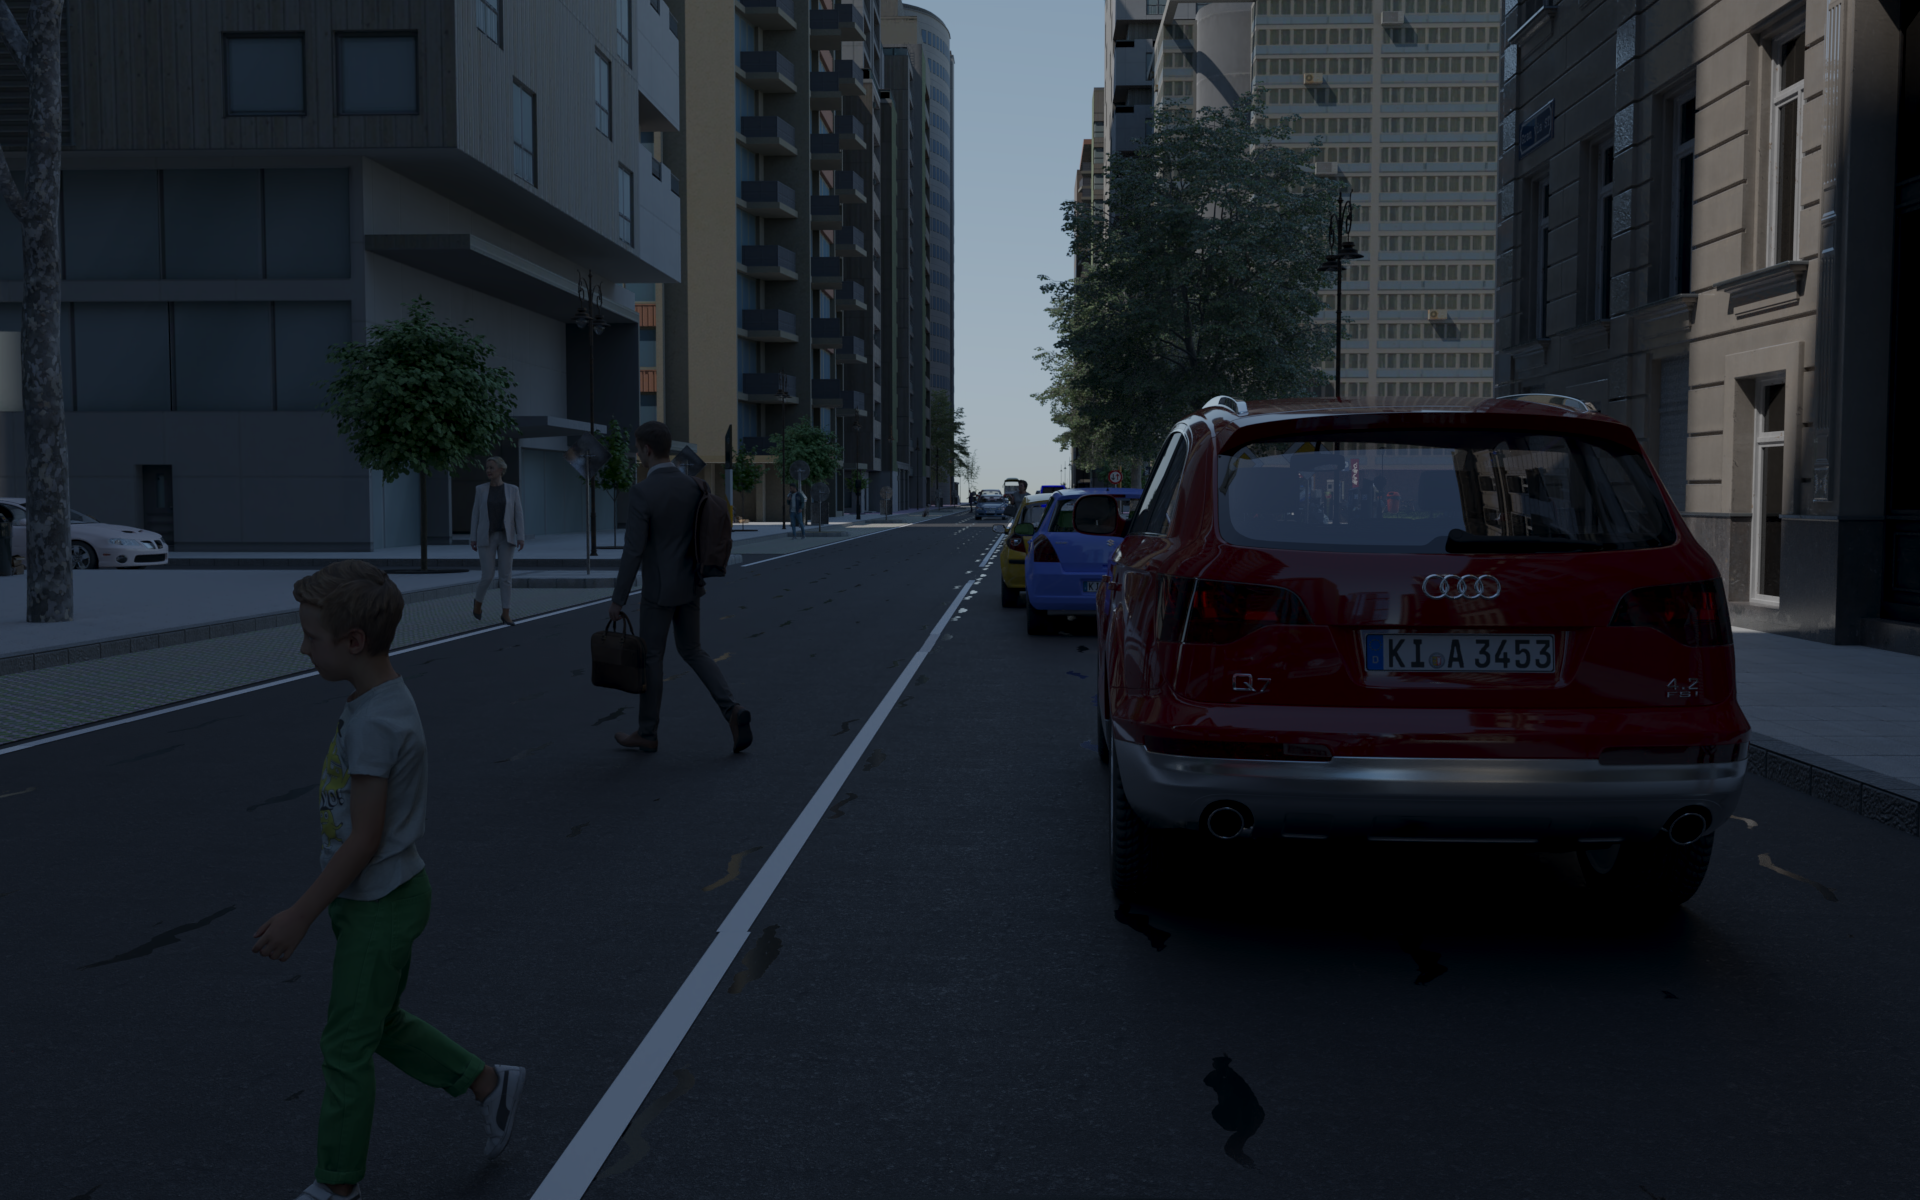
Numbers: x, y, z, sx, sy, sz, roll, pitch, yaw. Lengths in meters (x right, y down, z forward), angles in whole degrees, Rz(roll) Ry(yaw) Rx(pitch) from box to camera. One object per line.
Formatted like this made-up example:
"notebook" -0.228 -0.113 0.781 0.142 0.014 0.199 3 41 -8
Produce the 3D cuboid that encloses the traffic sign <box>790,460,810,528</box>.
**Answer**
"traffic sign" -6.072 -4.007 65.626 0.768 2.556 0.104 0 4 4

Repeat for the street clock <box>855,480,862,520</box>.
"street clock" -5.097 -5.032 86.850 0.358 2.002 0.471 -1 4 -17

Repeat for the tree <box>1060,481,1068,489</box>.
"tree" 15.843 -16.594 265.915 1.663 3.219 1.824 0 3 0

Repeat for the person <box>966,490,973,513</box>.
"person" 0.755 -7.669 134.337 0.568 1.767 0.683 -2 4 -23

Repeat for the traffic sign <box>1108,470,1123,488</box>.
"traffic sign" 8.112 -5.524 90.422 0.768 2.556 0.104 1 4 11

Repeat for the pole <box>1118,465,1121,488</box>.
"pole" 9.852 -6.915 106.897 0.158 3.312 0.155 0 3 0

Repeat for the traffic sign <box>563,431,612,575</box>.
"traffic sign" -5.920 -1.462 27.544 0.795 2.450 0.064 0 4 2

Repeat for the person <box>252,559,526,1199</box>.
"person" -1.138 0.567 3.481 0.590 1.304 0.306 -3 5 -41

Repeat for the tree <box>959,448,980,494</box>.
"tree" 1.471 -19.379 267.203 4.360 8.622 3.978 0 3 0

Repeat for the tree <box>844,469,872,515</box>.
"tree" -6.566 -6.980 108.729 1.663 3.219 1.824 0 3 0

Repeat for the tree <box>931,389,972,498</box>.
"tree" -2.480 -16.448 187.057 7.486 12.596 7.792 0 3 0

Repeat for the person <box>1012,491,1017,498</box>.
"person" 7.243 -12.953 220.419 1.348 1.807 0.705 -2 4 -24

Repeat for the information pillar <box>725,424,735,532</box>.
"information pillar" -7.779 -4.096 58.328 0.183 3.616 0.504 -2 4 -28

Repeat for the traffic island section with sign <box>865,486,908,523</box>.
"traffic island section with sign" -3.584 -4.683 85.191 1.989 1.847 2.006 0 4 2

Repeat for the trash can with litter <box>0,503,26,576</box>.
"trash can with litter" -15.139 -0.968 27.221 0.624 1.170 1.055 -1 4 -10

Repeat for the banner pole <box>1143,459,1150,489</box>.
"banner pole" 11.703 -7.164 107.141 0.863 3.779 0.401 1 4 20

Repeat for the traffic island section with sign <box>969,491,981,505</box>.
"traffic island section with sign" 1.818 -12.782 217.617 1.989 1.847 2.006 0 4 2

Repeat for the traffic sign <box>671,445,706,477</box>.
"traffic sign" -5.594 -1.950 35.523 0.795 2.450 0.064 0 4 2

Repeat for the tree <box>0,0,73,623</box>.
"tree" -10.189 -9.912 17.954 12.611 20.169 13.585 0 3 0

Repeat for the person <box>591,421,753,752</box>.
"person" -1.586 -0.065 9.528 0.822 1.834 0.622 2 4 29

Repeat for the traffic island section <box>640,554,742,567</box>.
"traffic island section" -5.618 -0.814 35.585 2.009 0.180 2.903 0 4 2

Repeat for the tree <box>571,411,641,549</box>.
"tree" -8.047 -2.821 40.721 1.663 3.219 1.824 0 3 0

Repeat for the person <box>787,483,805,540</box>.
"person" -5.158 -2.783 54.351 0.623 1.781 0.721 1 4 10

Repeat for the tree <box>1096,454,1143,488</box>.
"tree" 10.484 -7.784 110.978 4.285 4.588 4.351 0 3 0

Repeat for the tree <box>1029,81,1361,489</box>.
"tree" 7.500 -8.993 53.696 9.857 13.997 8.962 0 3 0

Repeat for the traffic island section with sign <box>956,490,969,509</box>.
"traffic island section with sign" -0.439 -9.411 162.496 1.989 1.847 2.006 0 4 2

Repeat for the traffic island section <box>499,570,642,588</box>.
"traffic island section" -5.944 -0.326 27.607 2.009 0.180 2.903 0 4 2

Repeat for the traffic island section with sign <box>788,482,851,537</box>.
"traffic island section with sign" -4.703 -3.036 58.259 1.989 1.847 2.006 0 4 2

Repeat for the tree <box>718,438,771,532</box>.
"tree" -7.546 -3.983 59.723 1.663 3.219 1.824 0 3 0

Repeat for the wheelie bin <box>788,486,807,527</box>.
"wheelie bin" -6.390 -3.674 67.978 0.693 1.594 0.980 0 4 4

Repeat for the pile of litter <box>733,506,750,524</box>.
"pile of litter" -9.791 -3.791 75.956 1.176 0.858 1.719 0 4 4

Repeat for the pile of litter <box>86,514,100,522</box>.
"pile of litter" -18.199 -1.345 35.958 1.719 0.858 1.176 0 4 0

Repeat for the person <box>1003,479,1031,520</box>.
"person" 1.364 -2.002 41.589 0.716 1.782 0.532 1 4 18

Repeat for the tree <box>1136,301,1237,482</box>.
"tree" 8.317 -6.962 64.188 4.360 8.622 3.978 0 3 0

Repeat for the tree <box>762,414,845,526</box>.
"tree" -6.372 -5.322 70.729 4.285 4.588 4.351 0 3 0

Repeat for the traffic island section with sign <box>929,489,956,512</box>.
"traffic island section with sign" -1.556 -7.719 134.826 1.989 1.847 2.006 0 4 2

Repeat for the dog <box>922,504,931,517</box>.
"dog" -2.100 -5.483 106.490 0.513 0.831 0.800 -1 4 -16

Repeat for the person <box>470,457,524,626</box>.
"person" -5.118 -0.653 19.062 0.514 1.842 0.818 -3 4 -36

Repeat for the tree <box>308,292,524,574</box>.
"tree" -8.890 -2.728 28.311 4.285 4.588 4.351 0 3 0

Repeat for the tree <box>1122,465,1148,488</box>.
"tree" 9.796 -6.323 97.979 1.663 3.219 1.824 0 3 0
